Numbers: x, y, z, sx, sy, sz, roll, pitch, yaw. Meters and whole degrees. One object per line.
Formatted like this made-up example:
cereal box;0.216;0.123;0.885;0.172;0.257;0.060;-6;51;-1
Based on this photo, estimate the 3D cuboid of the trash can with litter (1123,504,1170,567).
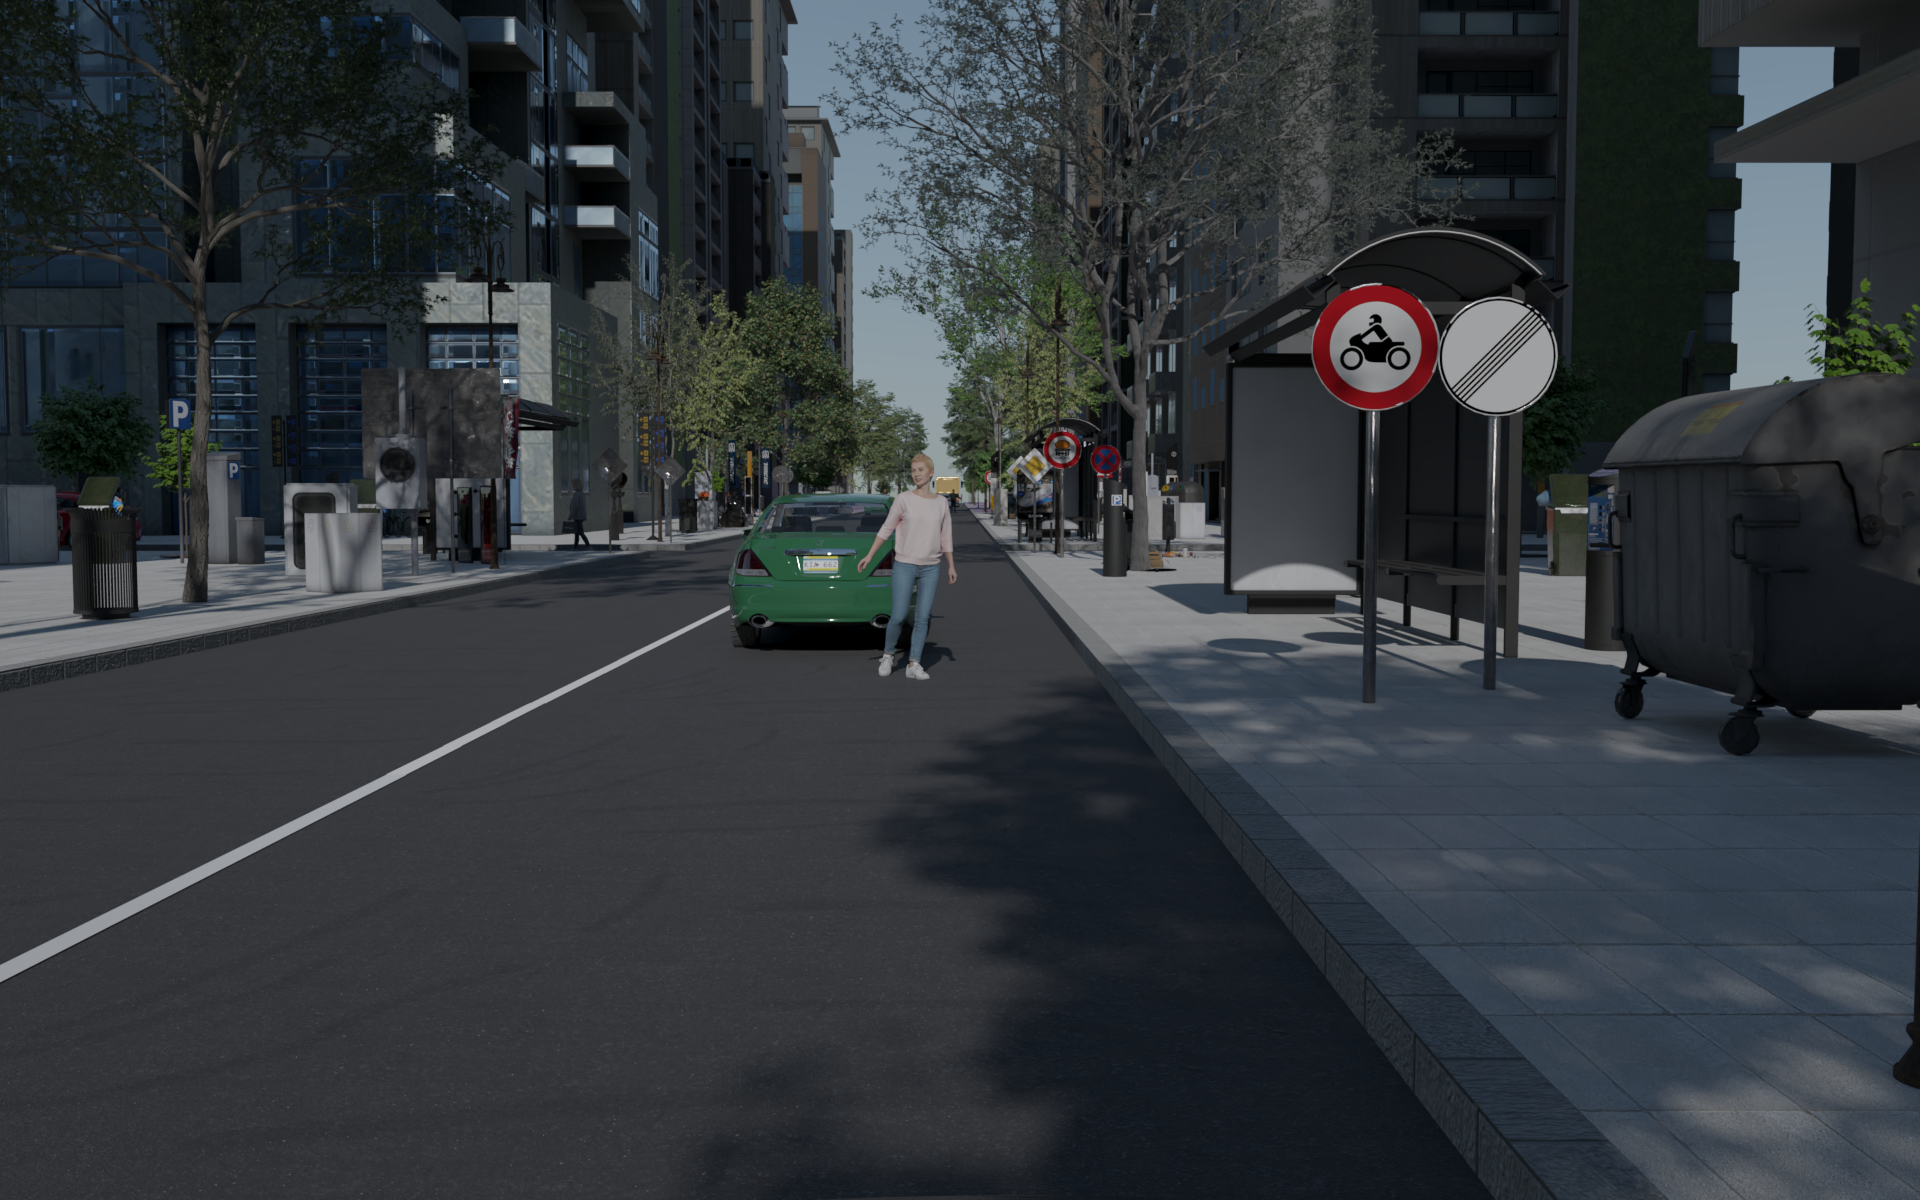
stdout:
trash can with litter;3.127;-1.157;30.307;1.055;1.170;0.624;0;4;0

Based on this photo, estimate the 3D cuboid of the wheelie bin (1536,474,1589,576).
wheelie bin;9.551;-1.181;27.218;0.980;1.594;0.693;1;4;8

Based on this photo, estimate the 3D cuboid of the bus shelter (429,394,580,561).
bus shelter;-9.416;-2.552;35.651;2.014;3.302;5.546;0;4;0

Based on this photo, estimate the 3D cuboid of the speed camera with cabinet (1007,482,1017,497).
speed camera with cabinet;3.543;-7.409;115.466;0.660;3.252;2.038;3;5;45

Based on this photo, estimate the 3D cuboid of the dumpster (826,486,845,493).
dumpster;-8.507;-6.875;118.169;1.264;1.857;1.865;0;3;0

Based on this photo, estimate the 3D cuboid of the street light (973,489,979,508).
street light;1.714;-11.610;162.618;0.468;5.910;1.993;0;3;0

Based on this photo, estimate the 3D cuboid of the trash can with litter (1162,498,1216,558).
trash can with litter;4.386;-1.510;35.752;1.678;1.210;2.233;0;4;4

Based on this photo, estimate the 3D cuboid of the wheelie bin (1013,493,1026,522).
wheelie bin;2.920;-4.342;78.902;0.980;1.594;0.693;0;4;8

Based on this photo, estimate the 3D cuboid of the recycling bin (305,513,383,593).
recycling bin;-8.111;-0.627;22.803;0.722;1.027;0.722;3;4;37

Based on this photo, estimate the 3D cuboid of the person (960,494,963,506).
person;0.104;-12.364;213.875;0.599;1.433;0.991;-1;4;-18

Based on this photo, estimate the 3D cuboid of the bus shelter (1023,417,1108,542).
bus shelter;2.876;-3.334;48.427;2.014;3.302;5.546;0;3;0

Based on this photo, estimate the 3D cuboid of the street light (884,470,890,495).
street light;-8.391;-14.244;205.684;0.468;5.910;1.993;0;3;0

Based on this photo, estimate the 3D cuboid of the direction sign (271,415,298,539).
direction sign;-19.411;-3.537;49.821;0.876;3.537;0.379;1;4;21

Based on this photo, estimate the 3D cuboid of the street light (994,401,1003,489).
street light;1.928;-6.932;86.133;0.468;5.910;1.993;0;3;0

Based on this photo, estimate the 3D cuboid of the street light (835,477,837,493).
street light;-8.167;-8.631;113.906;0.468;5.910;1.993;0;3;0

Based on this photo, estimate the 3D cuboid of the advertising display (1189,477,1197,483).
advertising display;8.623;-3.608;64.204;0.123;1.923;0.974;0;4;-2

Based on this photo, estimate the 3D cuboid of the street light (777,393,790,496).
street light;-8.111;-6.536;79.647;0.468;5.910;1.993;0;3;0

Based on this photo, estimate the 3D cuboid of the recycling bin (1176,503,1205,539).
recycling bin;6.567;-2.250;49.347;0.722;1.027;0.722;0;4;-2

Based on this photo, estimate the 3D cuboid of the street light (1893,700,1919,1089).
street light;2.139;-1.885;3.604;0.468;5.910;1.993;0;3;0

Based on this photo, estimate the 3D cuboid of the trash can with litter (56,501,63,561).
trash can with litter;-17.515;-1.301;32.665;1.055;1.170;0.624;0;4;1

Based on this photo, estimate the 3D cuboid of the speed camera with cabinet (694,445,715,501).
speed camera with cabinet;-10.401;-4.666;70.620;0.660;3.252;2.038;0;4;0

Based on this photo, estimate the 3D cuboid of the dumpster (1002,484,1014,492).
dumpster;3.551;-7.097;118.537;1.502;2.255;1.985;0;3;0

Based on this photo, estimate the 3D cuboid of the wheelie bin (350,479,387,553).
wheelie bin;-12.778;-1.793;37.218;0.980;1.594;0.693;-1;4;-14

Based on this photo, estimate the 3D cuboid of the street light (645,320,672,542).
street light;-8.032;-4.492;46.234;0.468;5.910;1.993;0;3;0

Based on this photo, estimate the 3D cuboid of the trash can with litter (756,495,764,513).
trash can with litter;-13.833;-6.642;119.656;1.678;1.210;2.233;0;4;2

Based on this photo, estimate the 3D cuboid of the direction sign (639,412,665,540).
direction sign;-8.532;-3.428;48.047;0.876;3.537;0.379;2;4;27

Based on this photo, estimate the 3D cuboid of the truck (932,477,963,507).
truck;-1.352;-11.942;191.181;3.469;3.379;9.791;0;4;-1

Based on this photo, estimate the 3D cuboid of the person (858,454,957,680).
person;-0.455;-0.264;13.493;0.731;1.740;0.598;-2;4;-27

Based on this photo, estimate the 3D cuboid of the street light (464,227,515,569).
street light;-7.979;-3.470;29.515;0.468;5.910;1.993;0;3;0

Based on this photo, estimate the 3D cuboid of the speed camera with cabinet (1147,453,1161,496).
speed camera with cabinet;9.813;-5.546;85.010;2.038;3.252;0.660;-3;4;-36

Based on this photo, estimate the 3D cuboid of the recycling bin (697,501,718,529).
recycling bin;-9.330;-3.095;63.160;0.722;1.027;0.722;3;4;37

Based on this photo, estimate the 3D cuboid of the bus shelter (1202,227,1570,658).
bus shelter;3.606;-1.345;15.920;2.014;3.302;5.546;0;3;0

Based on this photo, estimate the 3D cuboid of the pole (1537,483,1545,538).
pole;16.947;-3.464;50.486;0.158;3.312;0.155;0;3;0

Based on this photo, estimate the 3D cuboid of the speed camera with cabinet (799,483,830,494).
speed camera with cabinet;-9.479;-7.247;112.829;2.038;3.252;0.660;-2;4;-32

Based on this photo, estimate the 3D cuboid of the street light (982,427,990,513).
street light;1.835;-9.018;120.232;0.468;5.910;1.993;0;3;0

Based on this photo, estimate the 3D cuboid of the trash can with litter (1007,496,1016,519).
trash can with litter;2.688;-4.719;88.538;0.624;1.170;1.055;-1;4;-11

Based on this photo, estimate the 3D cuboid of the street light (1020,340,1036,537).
street light;2.033;-4.853;52.142;0.468;5.910;1.993;0;3;0

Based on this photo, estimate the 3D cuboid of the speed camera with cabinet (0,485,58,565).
speed camera with cabinet;-17.373;-2.249;31.104;0.660;3.252;2.038;2;4;30

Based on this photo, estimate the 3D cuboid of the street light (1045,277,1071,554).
street light;2.089;-3.928;37.017;0.468;5.910;1.993;0;3;0

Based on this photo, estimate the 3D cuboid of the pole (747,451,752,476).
pole;-10.015;-5.425;82.549;0.158;3.312;0.155;0;3;0

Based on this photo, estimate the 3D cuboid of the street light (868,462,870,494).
street light;-8.217;-11.213;156.119;0.468;5.910;1.993;0;3;0

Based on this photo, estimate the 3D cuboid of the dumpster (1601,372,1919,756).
dumpster;4.331;-0.207;9.140;1.264;1.857;1.865;0;4;0

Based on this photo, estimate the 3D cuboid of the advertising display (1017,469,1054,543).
advertising display;1.967;-2.450;45.269;0.974;1.923;0.123;0;4;0

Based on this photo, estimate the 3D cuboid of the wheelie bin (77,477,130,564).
wheelie bin;-15.823;-1.473;31.988;0.980;1.594;0.693;0;4;7

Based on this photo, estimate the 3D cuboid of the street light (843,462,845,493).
street light;-8.185;-9.138;122.201;0.468;5.910;1.993;0;3;0

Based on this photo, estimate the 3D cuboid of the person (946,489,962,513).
person;-0.502;-7.518;131.449;1.348;1.821;0.705;0;4;-1

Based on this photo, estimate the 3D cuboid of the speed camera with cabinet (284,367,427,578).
speed camera with cabinet;-9.367;-1.988;26.843;2.038;3.252;0.660;0;4;-6

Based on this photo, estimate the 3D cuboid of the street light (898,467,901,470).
street light;-8.404;-16.289;239.116;0.468;5.910;1.993;0;3;0

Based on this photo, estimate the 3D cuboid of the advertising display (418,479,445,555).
advertising display;-11.328;-1.943;36.989;0.123;1.923;0.974;2;4;24

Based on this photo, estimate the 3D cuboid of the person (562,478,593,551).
person;-8.933;-1.945;40.489;0.728;1.800;0.709;1;4;11

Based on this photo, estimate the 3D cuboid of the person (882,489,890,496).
person;-5.728;-7.573;132.458;1.348;1.807;0.705;-1;4;-19
